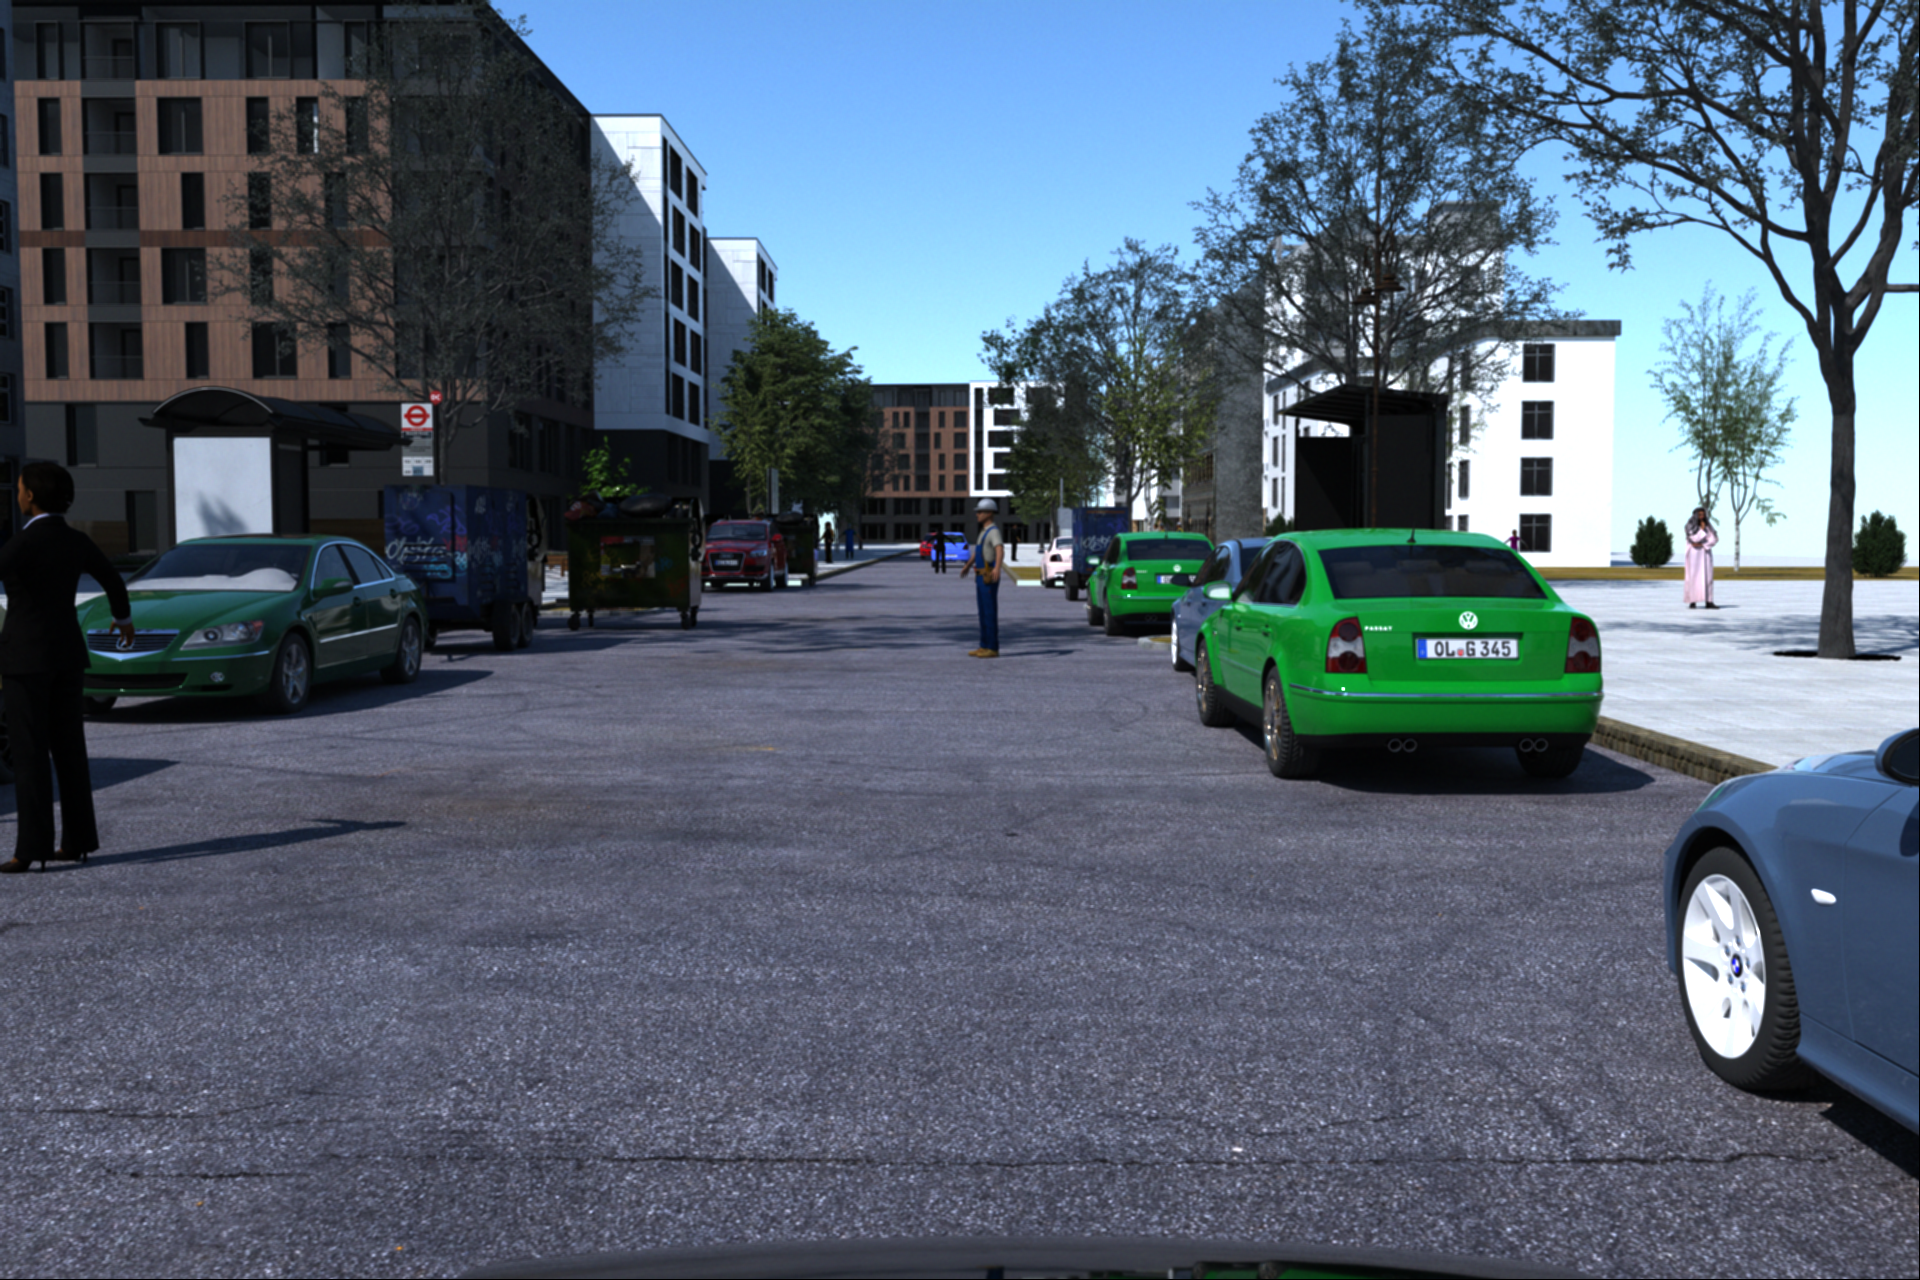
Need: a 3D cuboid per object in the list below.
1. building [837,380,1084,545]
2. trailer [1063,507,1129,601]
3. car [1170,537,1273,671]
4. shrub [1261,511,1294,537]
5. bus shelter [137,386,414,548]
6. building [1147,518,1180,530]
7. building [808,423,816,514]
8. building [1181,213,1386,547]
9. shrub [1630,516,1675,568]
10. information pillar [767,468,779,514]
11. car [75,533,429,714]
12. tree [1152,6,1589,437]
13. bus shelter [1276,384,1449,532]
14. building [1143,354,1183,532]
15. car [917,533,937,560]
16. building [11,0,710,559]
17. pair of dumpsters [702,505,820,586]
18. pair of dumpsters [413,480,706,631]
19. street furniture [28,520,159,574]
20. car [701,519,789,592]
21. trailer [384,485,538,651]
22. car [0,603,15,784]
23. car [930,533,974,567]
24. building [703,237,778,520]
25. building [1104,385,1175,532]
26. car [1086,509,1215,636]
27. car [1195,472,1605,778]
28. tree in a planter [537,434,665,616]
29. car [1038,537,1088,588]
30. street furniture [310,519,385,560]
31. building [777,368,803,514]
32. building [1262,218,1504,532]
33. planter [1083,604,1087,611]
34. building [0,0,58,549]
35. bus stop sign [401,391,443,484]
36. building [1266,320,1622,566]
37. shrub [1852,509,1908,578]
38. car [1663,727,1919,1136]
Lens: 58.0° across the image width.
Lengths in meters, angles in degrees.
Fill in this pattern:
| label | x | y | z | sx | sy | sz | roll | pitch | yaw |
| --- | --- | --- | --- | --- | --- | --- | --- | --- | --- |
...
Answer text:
| label | x | y | z | sx | sy | sz | roll | pitch | yaw |
| --- | --- | --- | --- | --- | --- | --- | --- | --- | --- |
| building | 0.733 | -24.299 | 243.726 | 32.646 | 21.610 | 27.936 | 0 | 4 | 7 |
| trailer | 3.010 | -1.904 | 38.171 | 1.471 | 1.999 | 3.904 | 0 | 4 | -1 |
| car | 3.073 | -0.281 | 16.596 | 2.014 | 1.417 | 4.499 | 0 | 4 | 1 |
| shrub | 10.405 | -3.162 | 56.120 | 1.690 | 2.028 | 1.600 | 0 | 3 | 0 |
| bus shelter | -10.226 | -1.993 | 26.504 | 2.014 | 3.302 | 5.546 | 0 | 4 | 0 |
| building | 26.697 | -20.925 | 198.546 | 16.016 | 20.090 | 11.380 | 0 | 3 | 0 |
| building | -27.763 | -23.212 | 210.446 | 19.493 | 23.208 | 18.063 | 0 | 4 | 1 |
| building | 26.579 | -18.052 | 126.086 | 19.493 | 23.208 | 18.063 | 0 | 4 | 0 |
| shrub | 25.942 | -3.702 | 64.942 | 1.690 | 2.028 | 1.600 | 0 | 3 | 0 |
| information pillar | -6.738 | -4.354 | 62.501 | 0.184 | 3.620 | 1.656 | 0 | 4 | 2 |
| car | -6.187 | -0.213 | 15.284 | 2.131 | 1.459 | 4.920 | 0 | 4 | 1 |
| tree | 9.385 | -7.948 | 40.322 | 12.009 | 13.543 | 11.850 | 0 | 3 | 0 |
| bus shelter | 6.873 | -2.378 | 30.171 | 1.731 | 3.624 | 6.357 | 0 | 4 | 1 |
| building | 24.470 | -19.914 | 182.005 | 16.016 | 20.090 | 11.380 | 0 | 4 | 1 |
| car | -1.352 | -5.491 | 98.826 | 2.155 | 1.783 | 4.494 | 0 | 3 | 0 |
| building | -28.475 | -14.597 | 82.636 | 27.936 | 21.610 | 32.646 | 0 | 4 | 1 |
| pair of dumpsters | -6.111 | -2.625 | 47.871 | 4.436 | 2.255 | 1.574 | 0 | 4 | 0 |
| pair of dumpsters | -6.123 | -1.296 | 26.146 | 4.436 | 2.255 | 1.574 | 0 | 4 | 0 |
| street furniture | -29.915 | -3.158 | 58.490 | 9.812 | 1.723 | 11.010 | 1 | 4 | 18 |
| car | -5.612 | -2.186 | 44.417 | 2.281 | 1.827 | 5.304 | 0 | 4 | 1 |
| trailer | -6.164 | -0.839 | 20.765 | 1.471 | 1.999 | 3.904 | 0 | 4 | 1 |
| car | -6.261 | 0.100 | 8.585 | 2.015 | 1.641 | 3.980 | 0 | 3 | 0 |
| car | -0.378 | -4.054 | 75.874 | 1.945 | 1.707 | 3.694 | 0 | 4 | 1 |
| building | -27.901 | -16.727 | 117.459 | 27.936 | 21.610 | 32.646 | 0 | 4 | 0 |
| building | 23.240 | -22.013 | 216.326 | 16.016 | 20.090 | 11.380 | 0 | 4 | 1 |
| car | 2.906 | -1.033 | 25.692 | 1.959 | 1.807 | 4.718 | 0 | 4 | -1 |
| car | 2.697 | -0.168 | 11.544 | 1.959 | 1.807 | 4.718 | 0 | 4 | -1 |
| tree in a planter | -6.405 | -2.076 | 31.168 | 1.991 | 3.239 | 1.994 | 0 | 4 | 1 |
| car | 3.185 | -2.138 | 47.325 | 2.083 | 1.381 | 4.827 | 0 | 4 | 0 |
| street furniture | -18.494 | -2.756 | 51.915 | 9.812 | 1.723 | 11.010 | 1 | 4 | 11 |
| building | -23.208 | -20.213 | 186.907 | 16.016 | 20.090 | 11.380 | 0 | 4 | 0 |
| building | 24.634 | -15.542 | 110.525 | 16.016 | 20.090 | 11.380 | 0 | 3 | 0 |
| planter | 3.363 | -0.721 | 32.920 | 1.991 | 0.319 | 1.994 | 0 | 3 | 0 |
| building | -32.345 | -13.511 | 39.316 | 11.959 | 24.771 | 22.079 | 0 | 4 | 1 |
| bus stop sign | -9.957 | -2.667 | 32.305 | 0.855 | 3.939 | 0.416 | 0 | 4 | 0 |
| building | 21.402 | -8.560 | 82.111 | 9.099 | 9.664 | 28.070 | 0 | 4 | 0 |
| shrub | 26.989 | -2.845 | 50.936 | 1.690 | 2.028 | 1.600 | 0 | 3 | 0 |
| car | 2.864 | 0.549 | 3.021 | 2.014 | 1.417 | 4.499 | 0 | 4 | -1 |
